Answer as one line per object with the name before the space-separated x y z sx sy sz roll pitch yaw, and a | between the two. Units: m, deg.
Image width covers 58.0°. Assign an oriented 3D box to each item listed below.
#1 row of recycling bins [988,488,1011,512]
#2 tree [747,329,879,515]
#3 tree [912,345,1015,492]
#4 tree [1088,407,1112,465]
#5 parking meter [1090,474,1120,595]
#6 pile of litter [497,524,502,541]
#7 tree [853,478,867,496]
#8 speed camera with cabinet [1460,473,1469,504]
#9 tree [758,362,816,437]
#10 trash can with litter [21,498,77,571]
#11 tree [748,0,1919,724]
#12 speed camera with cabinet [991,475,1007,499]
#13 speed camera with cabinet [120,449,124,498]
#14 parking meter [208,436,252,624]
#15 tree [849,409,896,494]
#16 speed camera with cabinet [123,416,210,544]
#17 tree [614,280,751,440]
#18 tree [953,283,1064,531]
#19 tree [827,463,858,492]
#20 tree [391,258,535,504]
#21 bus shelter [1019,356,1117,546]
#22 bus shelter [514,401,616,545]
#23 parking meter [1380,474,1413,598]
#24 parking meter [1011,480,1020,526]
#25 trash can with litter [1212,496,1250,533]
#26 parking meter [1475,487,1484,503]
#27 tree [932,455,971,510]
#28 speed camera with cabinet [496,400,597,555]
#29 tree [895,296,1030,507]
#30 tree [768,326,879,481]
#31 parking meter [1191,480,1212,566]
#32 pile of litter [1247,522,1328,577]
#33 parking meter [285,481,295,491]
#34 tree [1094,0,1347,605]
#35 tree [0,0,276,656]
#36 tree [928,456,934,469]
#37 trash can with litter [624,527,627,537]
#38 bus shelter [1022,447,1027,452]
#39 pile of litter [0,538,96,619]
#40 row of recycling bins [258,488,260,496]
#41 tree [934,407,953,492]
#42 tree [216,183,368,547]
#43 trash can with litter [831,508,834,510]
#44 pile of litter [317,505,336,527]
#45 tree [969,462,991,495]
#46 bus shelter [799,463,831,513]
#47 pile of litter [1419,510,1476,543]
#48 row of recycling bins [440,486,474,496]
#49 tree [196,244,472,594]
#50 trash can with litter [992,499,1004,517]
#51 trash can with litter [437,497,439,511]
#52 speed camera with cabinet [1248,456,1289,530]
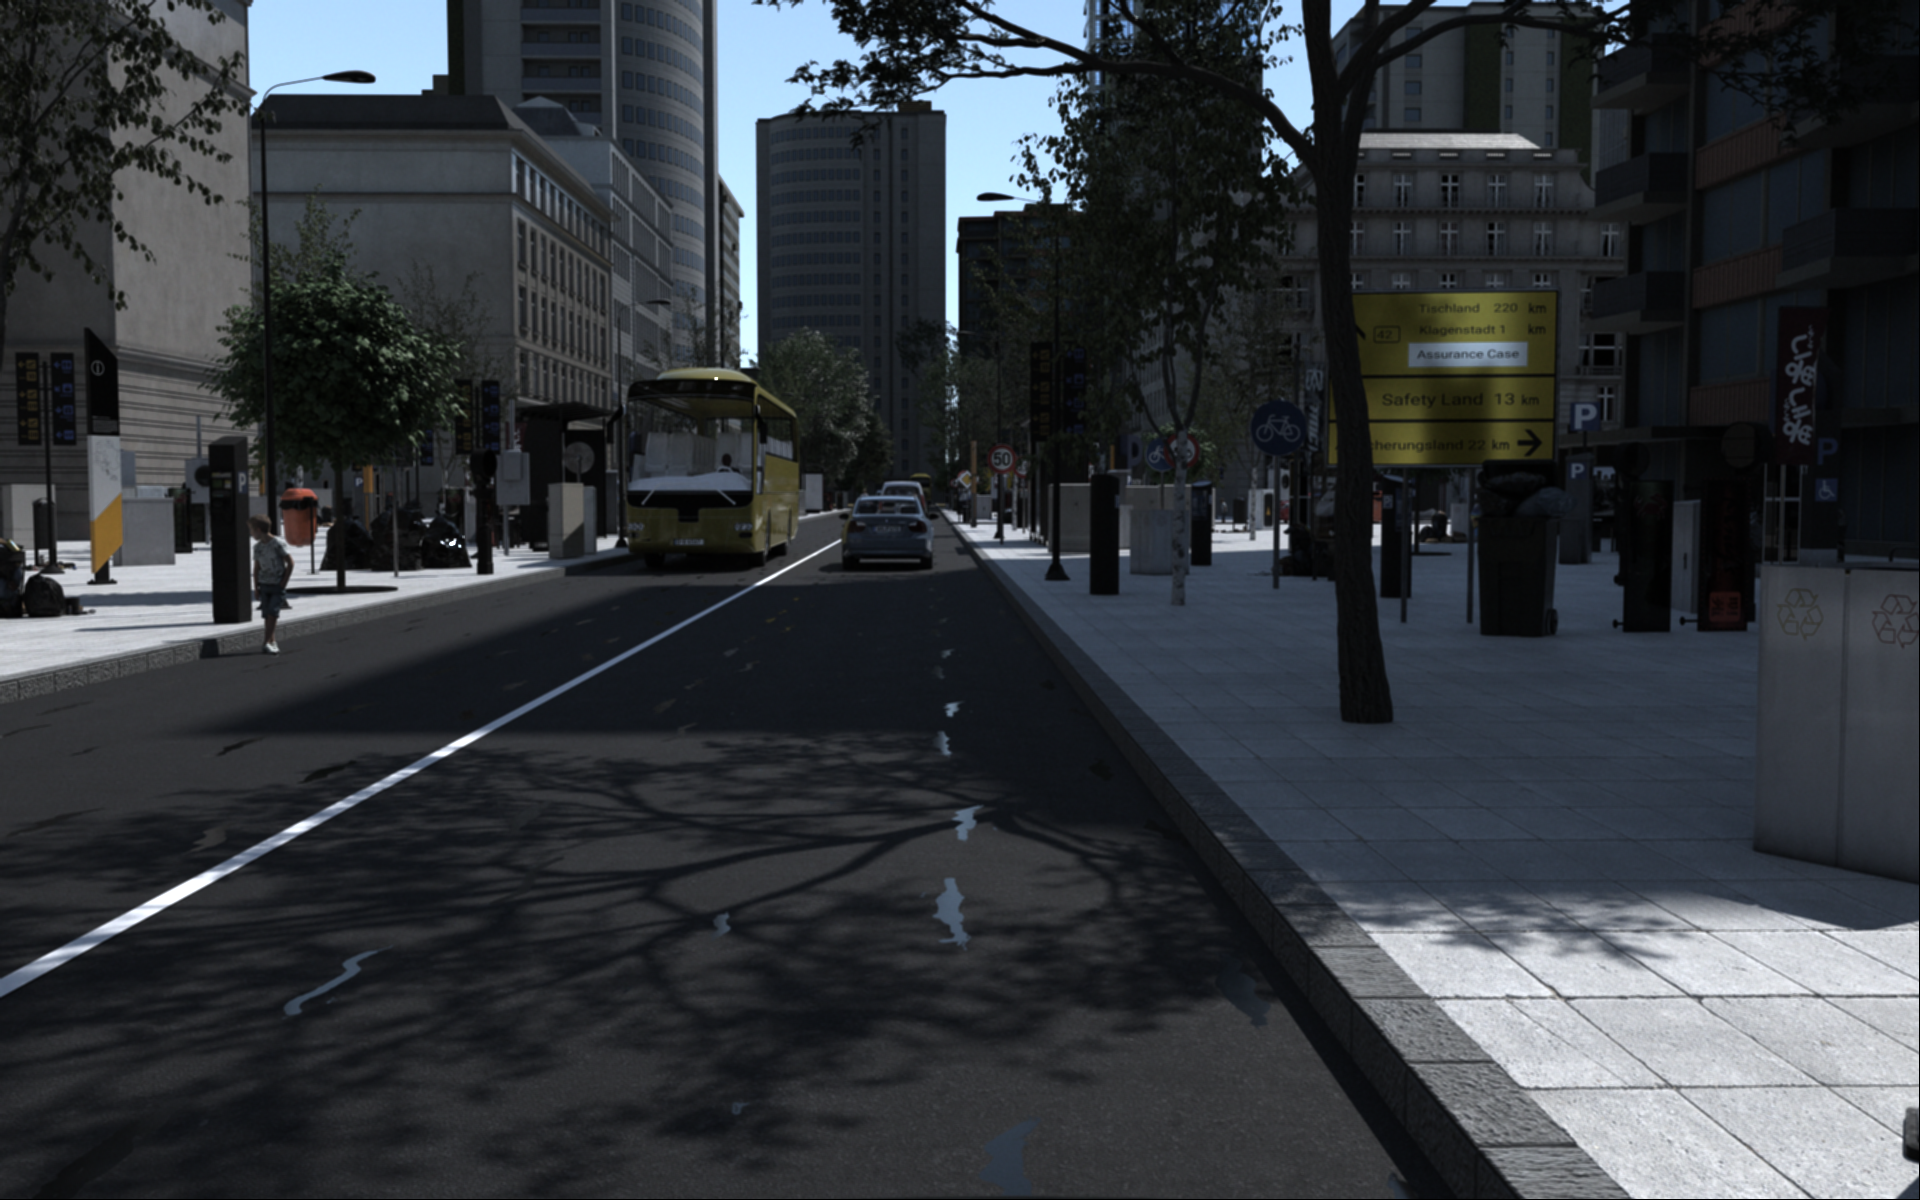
row of recycling bins | 2.974 -7.043 122.260 1.069 1.692 3.534 -2 4 -26
tree | -9.915 -11.142 107.924 9.928 11.665 9.643 0 3 0
tree | 0.230 -11.994 121.857 9.928 11.665 9.643 0 3 0
tree | 10.799 -11.701 141.675 4.360 8.622 3.978 0 3 0
parking meter | 1.849 -0.840 22.140 0.372 1.533 0.369 0 3 0
pile of litter | -12.704 -2.102 48.325 1.176 0.858 1.719 0 4 3
tree | -11.719 -12.944 206.243 1.663 3.219 1.824 0 3 0
speed camera with cabinet | 33.518 -7.456 116.240 0.660 3.252 2.038 -2 4 -28
tree | -10.148 -8.903 95.921 4.737 8.622 4.395 0 3 0
trash can with litter | -15.835 -1.117 29.323 1.678 1.210 2.233 0 4 5
tree | 2.020 -4.604 9.683 7.601 10.594 8.767 2 4 32
speed camera with cabinet | 2.361 -5.610 86.063 0.660 3.252 2.038 3 5 40
speed camera with cabinet | -29.718 -4.080 61.049 0.660 3.252 2.038 3 5 42
parking meter | -7.262 -0.705 17.234 0.255 1.863 0.399 0 4 1
tree | -11.954 -18.937 227.739 7.486 12.596 7.792 0 3 0
speed camera with cabinet | -19.688 -2.999 43.377 2.038 3.252 0.660 -3 5 -41
tree | -9.166 -6.660 59.248 4.360 8.622 3.978 0 3 0
tree | 1.898 -6.759 60.876 4.360 8.622 3.978 0 3 0
tree | -11.561 -11.376 169.712 4.285 4.588 4.351 0 3 0
tree | -16.058 -6.314 53.600 4.360 8.622 3.978 0 3 0
bus shelter | 2.765 -4.230 46.786 2.179 5.291 8.768 0 4 -1
bus shelter | -10.669 -3.409 47.025 1.731 3.624 6.357 0 4 -1
parking meter | 5.418 -0.800 21.493 0.372 1.533 0.369 0 3 0
parking meter | 2.231 -3.912 69.670 0.255 1.863 0.399 -1 4 -13
trash can with litter | 8.946 -2.853 57.700 2.233 1.210 1.678 -2 4 -24
parking meter | 19.296 -3.424 64.391 0.372 1.533 0.369 0 3 0
tree | -0.346 -9.722 142.661 4.285 4.588 4.351 0 3 0
speed camera with cabinet | -8.753 -2.588 36.653 2.038 3.252 0.660 -1 4 -13
tree | 0.517 -18.895 164.825 12.611 20.169 13.585 0 3 0
tree | -10.823 -13.696 130.587 9.857 13.997 8.962 0 3 0
parking meter | 4.339 -1.390 31.132 0.372 1.533 0.369 0 3 0
pile of litter | 5.427 -0.816 27.300 1.719 0.858 1.176 3 4 38
parking meter | -30.638 -4.500 79.279 0.399 1.863 0.255 0 4 -8
tree | 2.524 -4.262 20.046 4.737 8.622 4.395 0 3 0
tree | -7.699 -3.873 13.690 4.360 8.622 3.978 0 3 0
tree | -1.623 -16.463 219.534 4.360 8.622 3.978 0 3 0
trash can with litter | -9.582 -2.451 51.464 1.055 1.170 0.624 -1 4 -12
bus shelter | 4.138 -5.957 88.676 1.731 3.624 6.357 0 4 -1
pile of litter | -10.074 -0.257 18.162 1.719 0.858 1.176 -1 4 -13
row of recycling bins | -36.063 -4.867 86.692 3.534 1.692 1.069 3 5 39
tree | 0.927 -9.985 113.616 4.360 8.622 3.978 0 3 0
tree | -15.940 -5.590 41.756 4.737 8.622 4.395 0 3 0
trash can with litter | -10.811 -7.737 137.553 2.233 1.210 1.678 3 4 39
pile of litter | -24.677 -3.290 67.764 1.719 0.858 1.176 -1 4 -17
tree | 1.191 -6.722 104.504 1.663 3.219 1.824 0 3 0
bus shelter | -9.883 -7.547 117.311 2.014 3.302 5.546 0 4 -1
pile of litter | 12.788 -1.929 45.510 1.719 0.858 1.176 0 4 -7
row of recycling bins | -26.036 -5.042 89.542 1.069 1.692 3.534 0 4 3
tree | -8.279 -2.391 22.804 4.285 4.588 4.351 0 3 0
trash can with litter | 3.093 -5.474 100.560 2.233 1.210 1.678 1 4 21
trash can with litter | -23.561 -4.169 79.557 1.055 1.170 0.624 3 5 41
speed camera with cabinet | 11.073 -4.135 61.938 0.660 3.252 2.038 3 4 39
